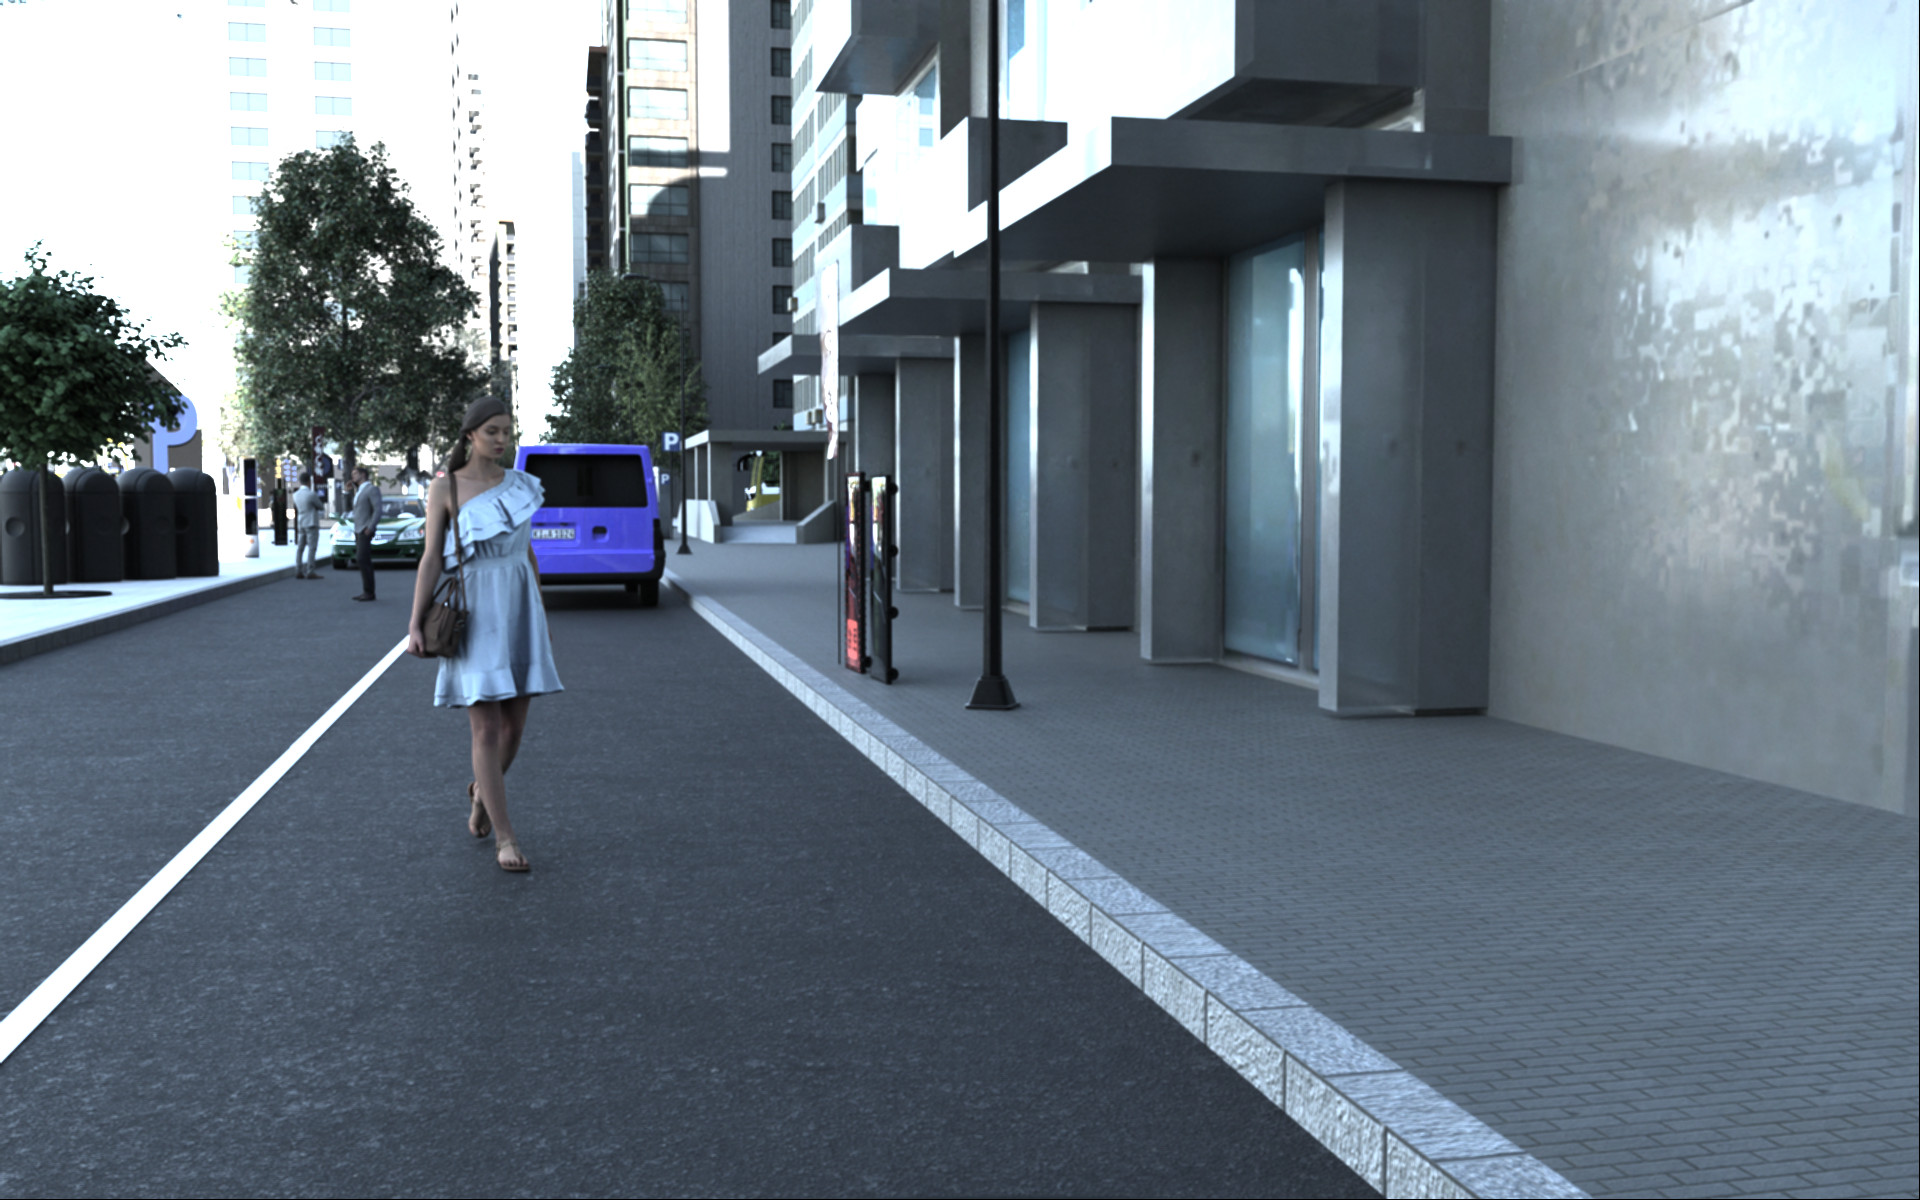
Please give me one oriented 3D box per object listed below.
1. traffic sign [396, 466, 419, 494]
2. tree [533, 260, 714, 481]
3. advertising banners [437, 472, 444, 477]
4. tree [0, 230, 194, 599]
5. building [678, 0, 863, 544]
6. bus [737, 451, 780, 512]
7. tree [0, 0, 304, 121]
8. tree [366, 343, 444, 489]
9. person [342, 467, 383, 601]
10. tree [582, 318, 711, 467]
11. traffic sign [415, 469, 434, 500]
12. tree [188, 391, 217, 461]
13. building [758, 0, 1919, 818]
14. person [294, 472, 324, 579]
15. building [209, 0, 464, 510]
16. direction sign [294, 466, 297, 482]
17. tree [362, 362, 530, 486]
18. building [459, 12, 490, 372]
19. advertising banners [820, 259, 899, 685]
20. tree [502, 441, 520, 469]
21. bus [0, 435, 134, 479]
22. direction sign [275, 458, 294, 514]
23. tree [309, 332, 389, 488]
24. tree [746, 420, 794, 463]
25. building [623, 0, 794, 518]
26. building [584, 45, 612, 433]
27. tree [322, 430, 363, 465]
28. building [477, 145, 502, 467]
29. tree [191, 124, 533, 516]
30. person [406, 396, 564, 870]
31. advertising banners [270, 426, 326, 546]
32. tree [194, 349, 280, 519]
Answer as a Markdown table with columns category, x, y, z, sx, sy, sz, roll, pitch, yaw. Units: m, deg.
| category | x | y | z | sx | sy | sz | roll | pitch | yaw |
| --- | --- | --- | --- | --- | --- | --- | --- | --- | --- |
| traffic sign | -19.532 | -3.523 | 61.238 | 0.795 | 2.450 | 0.064 | -1 | 4 | -13 |
| tree | -16.449 | -10.272 | 84.947 | 9.611 | 12.733 | 9.660 | 0 | 3 | 0 |
| advertising banners | -40.517 | -8.667 | 137.898 | 2.074 | 3.025 | 0.090 | 0 | 4 | -7 |
| tree | -11.550 | -2.323 | 21.695 | 4.285 | 4.588 | 4.351 | 0 | 3 | 0 |
| building | 7.691 | -22.171 | 54.380 | 32.217 | 40.220 | 23.993 | -1 | 4 | -13 |
| bus | -2.598 | -4.741 | 69.055 | 12.252 | 3.916 | 2.896 | -1 | 4 | -12 |
| tree | -8.672 | -6.031 | 8.972 | 12.009 | 13.543 | 11.850 | 0 | 3 | 0 |
| tree | -26.234 | -8.108 | 82.932 | 4.360 | 8.622 | 3.978 | 0 | 3 | 0 |
| person | -8.079 | -0.902 | 23.430 | 0.473 | 1.802 | 0.592 | -2 | 4 | -28 |
| tree | -12.981 | -7.543 | 73.689 | 4.737 | 8.622 | 4.395 | 0 | 3 | 0 |
| traffic sign | -21.338 | -3.998 | 69.017 | 0.795 | 2.450 | 0.064 | -1 | 4 | -13 |
| tree | -53.680 | -10.355 | 119.663 | 4.737 | 8.622 | 4.395 | 0 | 3 | 0 |
| building | 10.497 | -24.407 | 18.669 | 23.786 | 49.044 | 30.456 | -1 | 4 | -13 |
| person | -11.047 | -1.270 | 29.442 | 0.511 | 1.800 | 0.466 | 1 | 4 | 11 |
| building | -51.309 | -43.434 | 148.393 | 20.563 | 71.187 | 20.611 | -1 | 4 | -13 |
| direction sign | -43.731 | -7.413 | 113.198 | 0.876 | 3.537 | 0.379 | 1 | 4 | 16 |
| tree | -32.760 | -10.941 | 113.303 | 8.767 | 10.594 | 7.601 | 1 | 4 | 18 |
| building | -59.019 | -33.883 | 173.600 | 23.786 | 49.044 | 30.456 | -1 | 4 | -13 |
| advertising banners | -0.754 | -0.996 | 12.470 | 0.090 | 3.025 | 2.074 | -1 | 4 | -17 |
| tree | -54.335 | -15.835 | 209.264 | 4.360 | 8.622 | 3.978 | 0 | 3 | 0 |
| bus | -35.395 | -4.306 | 61.949 | 12.252 | 3.916 | 2.896 | -1 | 4 | -13 |
| direction sign | -42.248 | -7.097 | 108.032 | 0.876 | 3.537 | 0.379 | -1 | 4 | -9 |
| tree | -25.469 | -7.441 | 72.019 | 4.737 | 8.622 | 4.395 | 0 | 3 | 0 |
| tree | -7.808 | -5.693 | 76.797 | 4.285 | 4.588 | 4.351 | 0 | 3 | 0 |
| building | -12.162 | -20.059 | 99.662 | 14.160 | 30.474 | 14.107 | -1 | 4 | -13 |
| building | -25.508 | -31.582 | 170.995 | 22.147 | 44.769 | 28.867 | -1 | 4 | -13 |
| tree | -42.277 | -11.635 | 124.651 | 8.767 | 10.594 | 7.601 | -1 | 4 | -11 |
| building | -59.788 | -31.394 | 196.886 | 14.154 | 41.232 | 14.086 | -1 | 4 | -13 |
| tree | -19.171 | -8.392 | 54.220 | 9.611 | 12.733 | 9.660 | 0 | 3 | 0 |
| person | -1.888 | 0.110 | 6.803 | 0.616 | 1.811 | 0.778 | -2 | 4 | -32 |
| advertising banners | -16.692 | -2.910 | 43.773 | 0.090 | 3.025 | 2.074 | 1 | 4 | 19 |
| tree | -36.879 | -8.388 | 87.505 | 4.360 | 8.622 | 3.978 | 0 | 3 | 0 |
